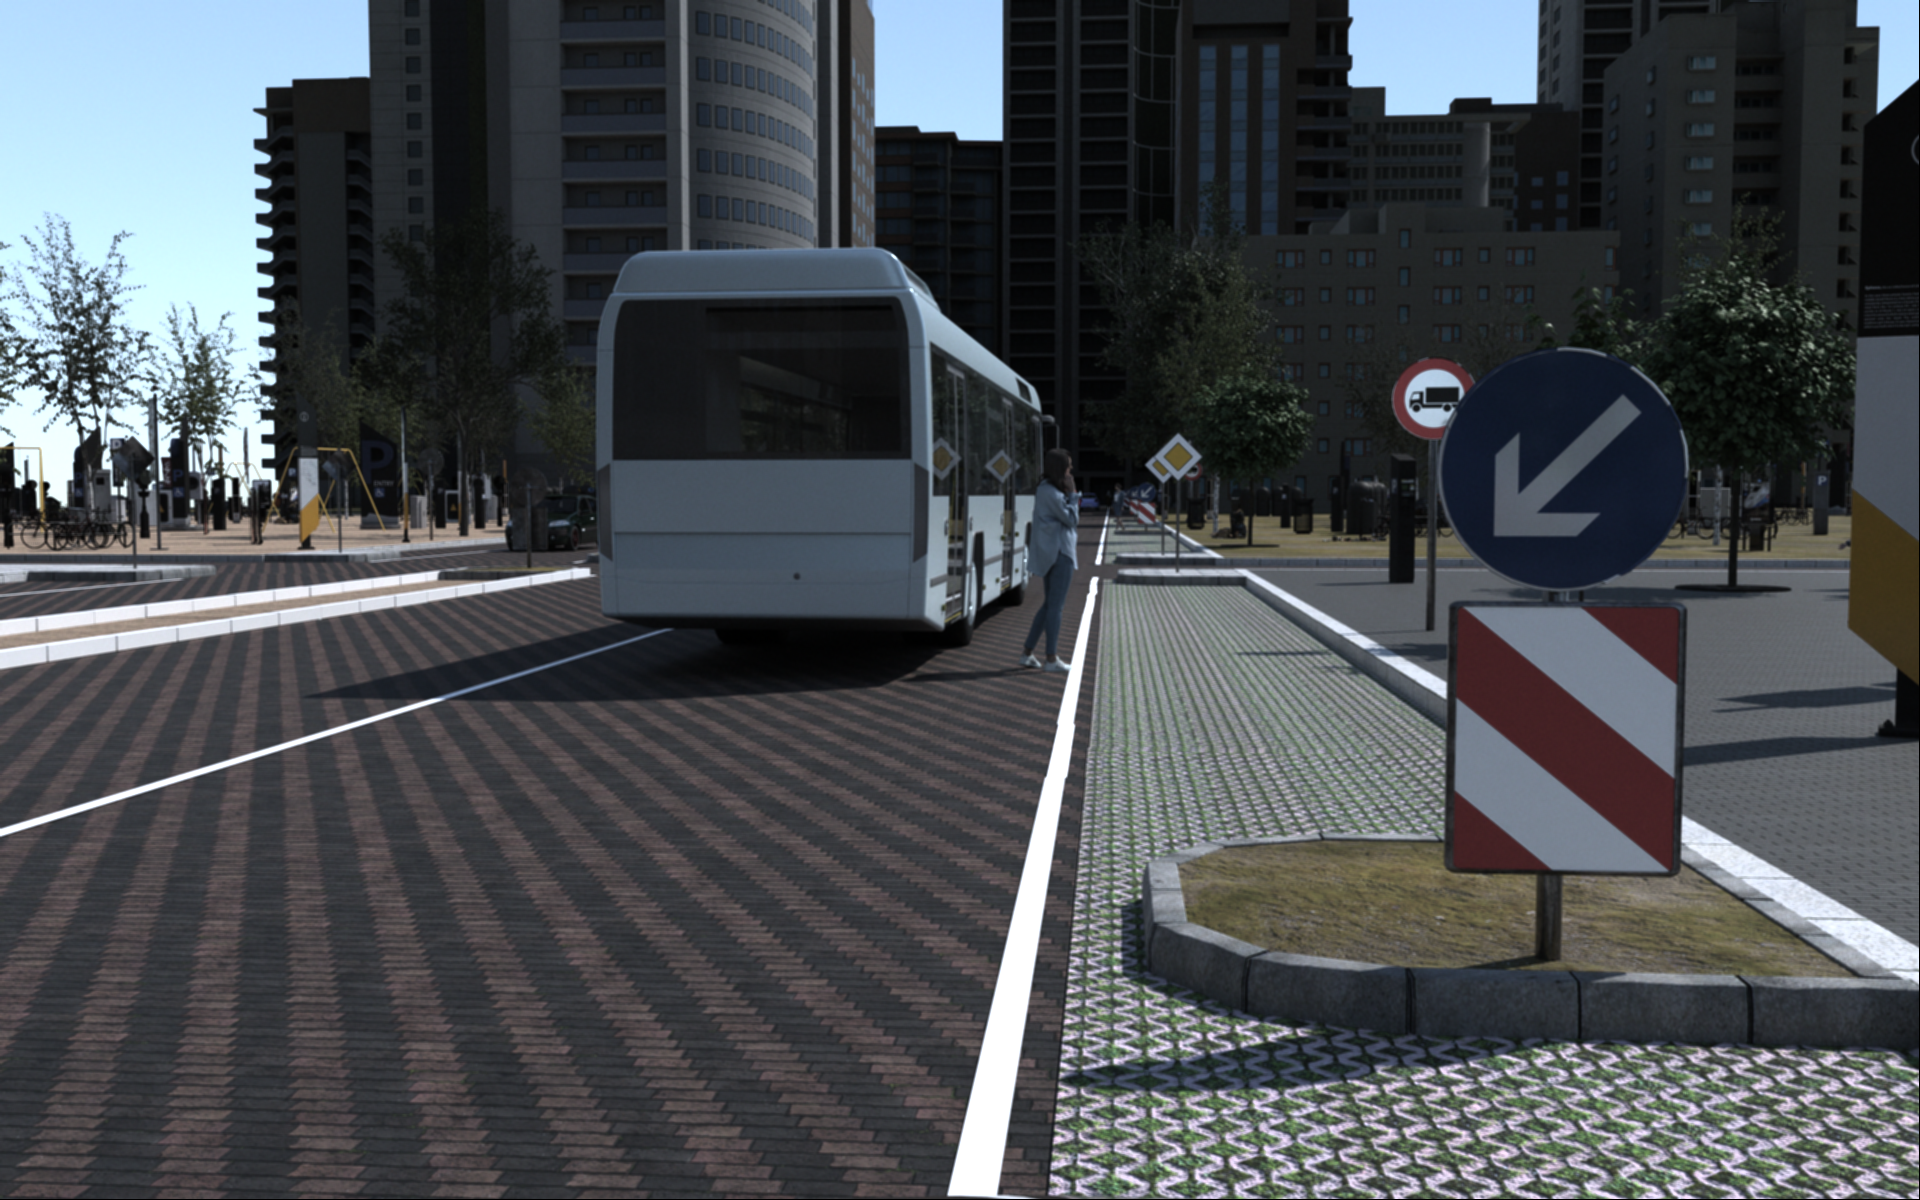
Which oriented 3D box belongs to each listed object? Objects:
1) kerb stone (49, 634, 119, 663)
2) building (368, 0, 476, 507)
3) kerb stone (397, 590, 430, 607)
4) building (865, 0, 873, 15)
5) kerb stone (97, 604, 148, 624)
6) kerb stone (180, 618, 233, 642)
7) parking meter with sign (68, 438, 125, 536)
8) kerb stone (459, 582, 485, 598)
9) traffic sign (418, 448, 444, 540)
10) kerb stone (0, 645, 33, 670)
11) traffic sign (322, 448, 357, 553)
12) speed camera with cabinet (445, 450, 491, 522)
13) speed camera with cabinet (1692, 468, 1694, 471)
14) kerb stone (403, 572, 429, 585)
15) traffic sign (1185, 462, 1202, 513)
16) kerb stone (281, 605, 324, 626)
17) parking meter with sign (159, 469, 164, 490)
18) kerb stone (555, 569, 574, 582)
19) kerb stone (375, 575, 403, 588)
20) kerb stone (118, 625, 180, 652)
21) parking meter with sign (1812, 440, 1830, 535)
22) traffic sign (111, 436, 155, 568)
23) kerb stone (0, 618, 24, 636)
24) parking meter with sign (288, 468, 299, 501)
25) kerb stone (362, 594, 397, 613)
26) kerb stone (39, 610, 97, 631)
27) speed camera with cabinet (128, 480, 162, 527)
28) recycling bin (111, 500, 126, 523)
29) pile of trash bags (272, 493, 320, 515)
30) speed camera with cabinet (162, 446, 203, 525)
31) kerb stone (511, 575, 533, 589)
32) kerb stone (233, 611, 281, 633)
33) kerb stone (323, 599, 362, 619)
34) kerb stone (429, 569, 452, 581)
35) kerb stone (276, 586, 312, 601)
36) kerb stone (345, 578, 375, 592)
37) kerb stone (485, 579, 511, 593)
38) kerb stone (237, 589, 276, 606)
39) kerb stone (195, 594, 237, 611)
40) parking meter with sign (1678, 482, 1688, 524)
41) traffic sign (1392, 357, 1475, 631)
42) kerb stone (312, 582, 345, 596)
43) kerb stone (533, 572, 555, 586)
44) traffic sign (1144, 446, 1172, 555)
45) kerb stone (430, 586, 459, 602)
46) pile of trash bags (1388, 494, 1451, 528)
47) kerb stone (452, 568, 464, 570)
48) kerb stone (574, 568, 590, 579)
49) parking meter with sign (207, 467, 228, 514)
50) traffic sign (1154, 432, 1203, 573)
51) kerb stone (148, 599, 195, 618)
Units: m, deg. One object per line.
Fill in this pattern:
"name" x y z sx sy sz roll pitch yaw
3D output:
"kerb stone" -7.755 0.428 15.205 0.120 0.150 1.000 0 4 5
"building" -46.664 -45.313 179.119 20.611 71.187 20.563 0 4 5
"kerb stone" -7.133 -0.010 22.352 0.120 0.150 1.000 0 4 5
"building" -21.131 -52.706 174.415 31.000 86.520 22.319 0 4 5
"kerb stone" -9.499 0.166 19.482 0.120 0.150 1.000 0 4 5
"kerb stone" -7.576 0.308 17.251 0.120 0.150 1.000 0 4 5
"parking meter with sign" -26.542 -3.485 53.236 0.543 3.016 1.738 1 4 23
"kerb stone" -6.957 -0.133 24.388 0.120 0.150 1.000 0 4 5
"traffic sign" -14.672 -2.929 47.999 0.768 2.556 0.104 1 4 9
"kerb stone" -7.845 0.490 14.187 0.120 0.150 1.000 0 4 5
"traffic sign" -13.529 -2.087 37.763 0.795 2.450 0.064 0 4 5
"speed camera with cabinet" -22.242 -5.129 78.187 2.038 3.252 0.660 1 4 13
"speed camera with cabinet" 42.447 -6.542 101.305 0.660 3.252 2.038 0 4 8
"kerb stone" -8.778 -0.331 27.648 0.120 0.150 1.000 0 4 5
"traffic sign" 8.648 -3.949 64.679 0.768 2.556 0.104 1 4 12
"kerb stone" -7.396 0.179 19.290 0.120 0.150 1.000 0 4 5
"parking meter with sign" -45.277 -6.240 98.291 0.543 3.016 1.738 0 4 -3
"kerb stone" -6.605 -0.381 28.486 0.120 0.150 1.000 0 4 5
"kerb stone" -8.871 -0.268 26.624 0.120 0.150 1.000 0 4 5
"kerb stone" -7.666 0.366 16.232 0.120 0.150 1.000 0 4 5
"parking meter with sign" 27.241 -3.582 54.827 0.543 3.016 1.738 1 4 23
"traffic sign" -14.225 -1.600 29.808 0.795 2.450 0.064 0 4 5
"kerb stone" -9.670 0.291 17.437 0.120 0.150 1.000 0 4 5
"parking meter with sign" -44.378 -7.296 115.545 0.543 3.016 1.738 -2 4 -31
"kerb stone" -7.228 0.053 21.332 0.120 0.150 1.000 0 4 5
"kerb stone" -9.579 0.231 18.464 0.120 0.150 1.000 0 4 5
"speed camera with cabinet" -32.413 -4.546 68.665 0.660 3.252 2.038 -3 4 -39
"recycling bin" -38.015 -3.992 77.830 0.722 1.027 0.722 0 4 6
"pile of trash bags" -41.718 -6.031 108.359 3.447 1.369 1.912 2 4 27
"speed camera with cabinet" -32.262 -4.703 71.232 2.038 3.252 0.660 -1 4 -11
"kerb stone" -6.783 -0.256 26.434 0.120 0.150 1.000 0 4 5
"kerb stone" -7.487 0.246 18.273 0.120 0.150 1.000 0 4 5
"kerb stone" -7.316 0.115 20.309 0.120 0.150 1.000 0 4 5
"kerb stone" -8.693 -0.396 28.670 0.120 0.150 1.000 0 4 5
"kerb stone" -9.137 -0.083 23.554 0.120 0.150 1.000 0 4 5
"kerb stone" -8.955 -0.205 25.599 0.120 0.150 1.000 0 4 5
"kerb stone" -6.858 -0.192 25.406 0.120 0.150 1.000 0 4 5
"kerb stone" -9.228 -0.020 22.536 0.120 0.150 1.000 0 4 5
"kerb stone" -9.319 0.048 21.519 0.120 0.150 1.000 0 4 5
"parking meter with sign" 31.781 -4.846 75.491 1.738 3.016 0.543 -1 4 -12
"traffic sign" 4.423 -0.985 16.207 0.768 2.556 0.104 1 4 12
"kerb stone" -9.037 -0.141 24.575 0.120 0.150 1.000 0 4 5
"kerb stone" -6.687 -0.322 27.456 0.120 0.150 1.000 0 4 5
"traffic sign" 4.246 -1.991 36.194 0.795 2.450 0.064 0 4 5
"kerb stone" -7.048 -0.072 23.370 0.120 0.150 1.000 0 4 5
"pile of trash bags" 16.881 -3.418 65.630 3.447 1.369 1.912 -2 4 -24
"kerb stone" -8.600 -0.458 29.688 0.120 0.150 1.000 0 4 5
"kerb stone" -6.508 -0.447 29.503 0.120 0.150 1.000 0 4 5
"parking meter with sign" -47.668 -7.042 111.399 1.738 3.016 0.543 2 4 34
"traffic sign" 3.550 -1.504 28.239 0.795 2.450 0.064 0 4 5
"kerb stone" -9.403 0.106 20.500 0.120 0.150 1.000 0 4 5
